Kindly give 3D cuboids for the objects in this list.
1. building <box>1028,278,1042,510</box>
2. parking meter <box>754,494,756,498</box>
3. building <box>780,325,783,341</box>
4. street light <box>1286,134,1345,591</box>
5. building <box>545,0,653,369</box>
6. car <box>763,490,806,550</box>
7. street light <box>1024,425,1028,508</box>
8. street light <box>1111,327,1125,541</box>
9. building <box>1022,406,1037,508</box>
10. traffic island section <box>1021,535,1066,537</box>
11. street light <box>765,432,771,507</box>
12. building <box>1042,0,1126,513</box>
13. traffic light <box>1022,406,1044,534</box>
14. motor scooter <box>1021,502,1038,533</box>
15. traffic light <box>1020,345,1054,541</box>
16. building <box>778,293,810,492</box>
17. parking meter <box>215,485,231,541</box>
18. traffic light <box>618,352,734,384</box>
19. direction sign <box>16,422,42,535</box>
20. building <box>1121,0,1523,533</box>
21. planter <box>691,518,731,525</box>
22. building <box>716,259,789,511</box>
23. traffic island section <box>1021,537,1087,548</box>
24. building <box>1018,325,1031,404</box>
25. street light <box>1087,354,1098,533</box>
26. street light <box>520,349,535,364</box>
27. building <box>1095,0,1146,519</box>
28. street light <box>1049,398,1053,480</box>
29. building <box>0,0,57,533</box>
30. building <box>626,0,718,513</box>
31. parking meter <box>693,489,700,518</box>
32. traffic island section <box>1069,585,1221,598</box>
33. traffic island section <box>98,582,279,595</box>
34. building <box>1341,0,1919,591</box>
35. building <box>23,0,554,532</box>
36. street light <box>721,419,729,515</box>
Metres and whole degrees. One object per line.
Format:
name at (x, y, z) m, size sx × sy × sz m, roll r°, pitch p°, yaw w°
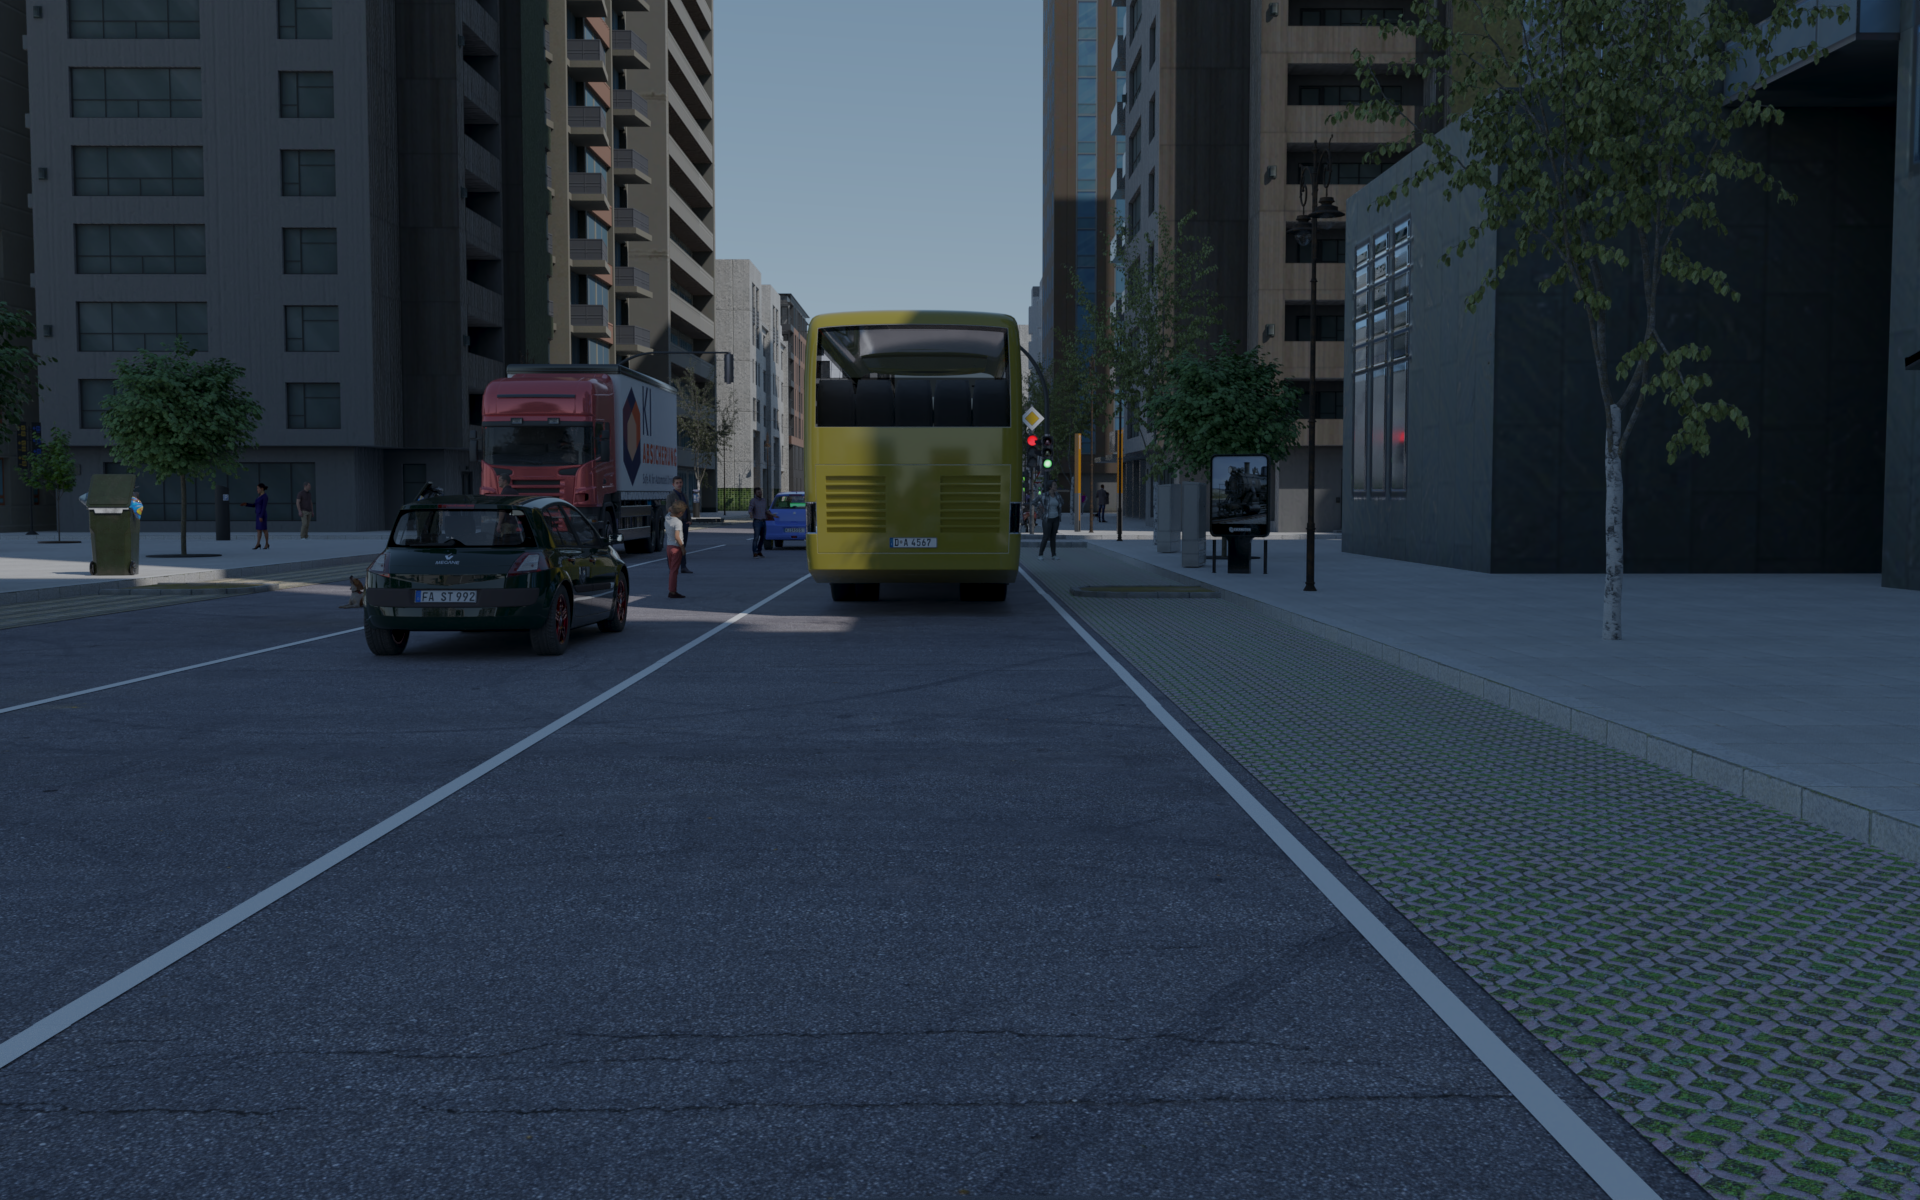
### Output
building at (13.592, -17.294, 139.174) m, size 16.016 × 20.091 × 11.380 m, roll 0°, pitch 4°, yaw 0°
parking meter at (-13.850, -6.706, 118.054) m, size 0.372 × 1.533 × 0.369 m, roll 0°, pitch 3°, yaw 0°
building at (-25.059, -19.049, 167.876) m, size 16.016 × 20.091 × 11.380 m, roll 0°, pitch 4°, yaw 0°
street light at (4.638, -3.057, 22.770) m, size 0.468 × 5.910 × 1.993 m, roll 0°, pitch 4°, yaw 0°
building at (-27.401, -26.283, 84.354) m, size 22.147 × 44.769 × 28.867 m, roll 0°, pitch 4°, yaw 0°
car at (-4.192, -2.211, 45.745) m, size 1.945 × 1.707 × 3.694 m, roll 0°, pitch 4°, yaw 0°
street light at (4.003, -8.137, 105.826) m, size 0.468 × 5.910 × 1.993 m, roll 0°, pitch 4°, yaw 0°
street light at (4.353, -4.542, 47.044) m, size 0.468 × 5.910 × 1.993 m, roll 0°, pitch 4°, yaw 0°
building at (10.512, -13.273, 159.157) m, size 9.099 × 9.664 × 28.070 m, roll 0°, pitch 4°, yaw 0°
traffic island section at (2.321, -2.031, 55.490) m, size 2.009 × 0.180 × 2.903 m, roll 0°, pitch 4°, yaw 0°
street light at (-14.332, -9.560, 129.099) m, size 0.468 × 5.910 × 1.993 m, roll 0°, pitch 4°, yaw 0°
building at (13.145, -28.921, 122.967) m, size 14.600 × 45.320 × 14.200 m, roll 0°, pitch 4°, yaw 0°
traffic light at (2.281, -4.065, 55.376) m, size 0.839 × 4.253 × 0.868 m, roll 0°, pitch 4°, yaw 0°
motor scooter at (2.504, -3.047, 62.590) m, size 0.815 × 1.314 × 1.986 m, roll 0°, pitch 4°, yaw -2°
traffic light at (0.255, -4.438, 47.233) m, size 4.771 × 5.953 × 1.251 m, roll 0°, pitch 4°, yaw 0°
building at (-33.555, -21.170, 190.101) m, size 32.646 × 21.610 × 27.936 m, roll 0°, pitch 4°, yaw 0°
parking meter at (-20.361, -2.410, 47.822) m, size 0.372 × 1.533 × 0.369 m, roll 0°, pitch 3°, yaw 0°
traffic light at (-9.608, -4.932, 55.299) m, size 4.771 × 5.953 × 1.251 m, roll 0°, pitch 4°, yaw 0°
direction sign at (-29.209, -3.817, 54.409) m, size 0.379 × 3.537 × 0.876 m, roll 1°, pitch 4°, yaw 22°
building at (13.494, -17.759, 62.056) m, size 14.107 × 30.474 × 14.160 m, roll 0°, pitch 4°, yaw 0°
planter at (-11.617, -3.603, 80.042) m, size 1.991 × 0.319 × 1.994 m, roll 0°, pitch 4°, yaw 0°
building at (-24.320, -17.114, 146.271) m, size 16.747 × 18.905 × 31.486 m, roll 0°, pitch 4°, yaw 0°
traffic island section at (2.386, -1.543, 47.506) m, size 2.009 × 0.180 × 2.903 m, roll 0°, pitch 4°, yaw 0°
building at (13.241, -19.746, 189.311) m, size 16.747 × 18.905 × 31.486 m, roll 0°, pitch 4°, yaw 0°
street light at (4.346, -5.162, 57.179) m, size 0.468 × 5.910 × 1.993 m, roll 0°, pitch 4°, yaw 0°
street light at (-13.811, -5.057, 55.473) m, size 0.468 × 5.910 × 1.993 m, roll 0°, pitch 4°, yaw 0°
building at (19.475, -28.599, 87.208) m, size 23.786 × 49.044 × 30.456 m, roll 0°, pitch 4°, yaw 0°
street light at (4.202, -6.646, 81.454) m, size 0.468 × 5.910 × 1.993 m, roll 0°, pitch 4°, yaw 0°
building at (-46.206, -13.755, 69.929) m, size 28.899 × 21.520 × 27.650 m, roll 0°, pitch 4°, yaw 0°
building at (-27.553, -29.708, 109.425) m, size 21.300 × 48.544 × 21.600 m, roll 0°, pitch 4°, yaw 0°
parking meter at (-14.247, -5.209, 93.577) m, size 0.372 × 1.533 × 0.369 m, roll 0°, pitch 3°, yaw 0°
traffic island section at (2.574, -0.108, 24.633) m, size 1.991 × 0.108 × 1.994 m, roll 0°, pitch 4°, yaw 0°
traffic island section at (-11.171, -0.156, 25.409) m, size 1.991 × 0.108 × 1.994 m, roll 0°, pitch 4°, yaw 0°
building at (19.729, -43.281, 20.315) m, size 22.319 × 86.520 × 31.000 m, roll 0°, pitch 4°, yaw 0°
building at (-23.496, -17.823, 63.113) m, size 14.160 × 30.474 × 14.107 m, roll 0°, pitch 4°, yaw 0°
street light at (-14.171, -8.035, 104.160) m, size 0.468 × 5.910 × 1.993 m, roll 0°, pitch 4°, yaw 0°
